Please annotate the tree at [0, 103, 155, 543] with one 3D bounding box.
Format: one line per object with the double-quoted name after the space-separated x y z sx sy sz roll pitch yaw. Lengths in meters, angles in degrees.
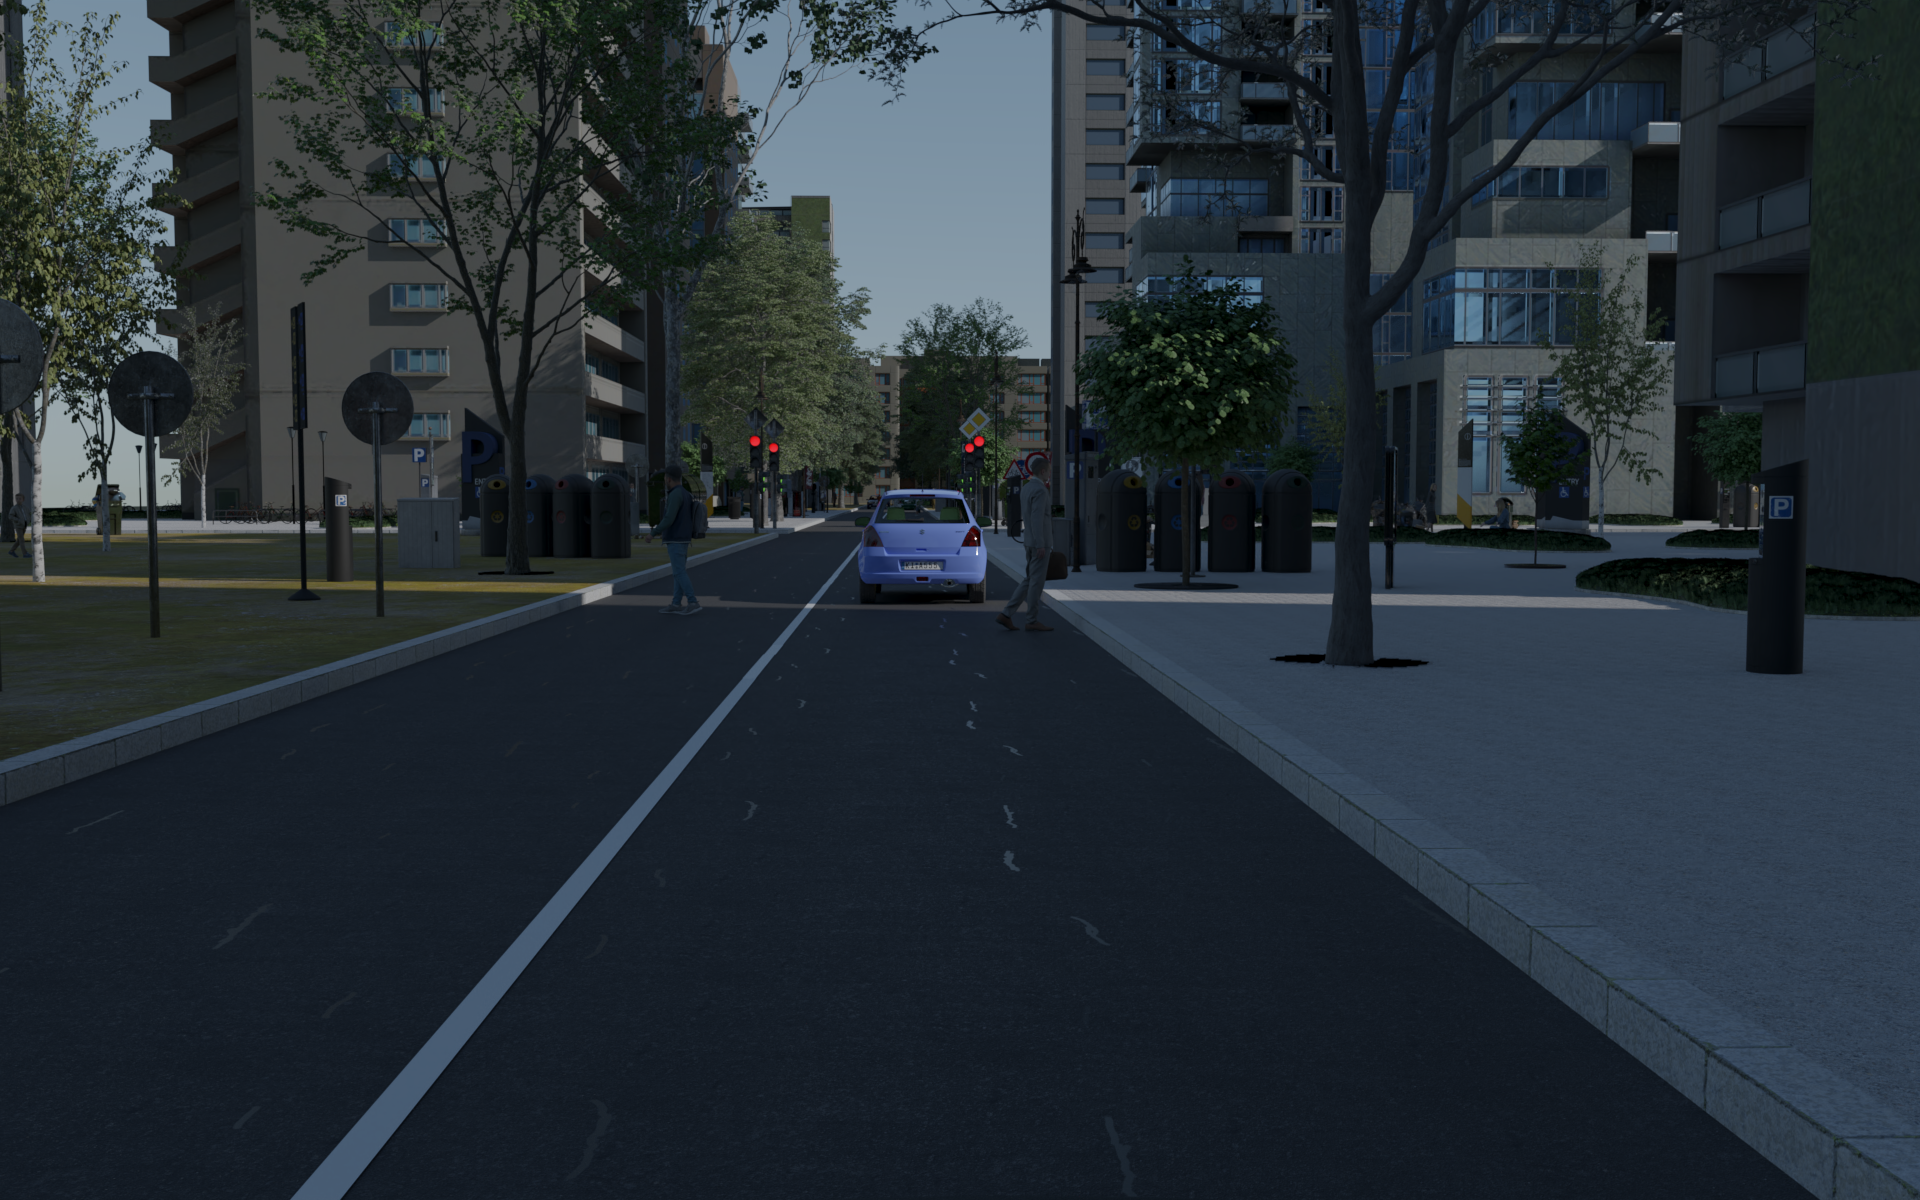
-25.313 -7.351 45.945 9.928 11.665 9.643 0 3 0 "tree"

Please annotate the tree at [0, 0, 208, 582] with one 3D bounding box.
-13.462 -4.585 25.326 4.737 8.622 4.395 0 3 0 "tree"

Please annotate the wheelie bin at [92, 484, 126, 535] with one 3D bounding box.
-26.597 -2.832 54.207 0.980 1.594 0.693 -3 5 -44 "wheelie bin"

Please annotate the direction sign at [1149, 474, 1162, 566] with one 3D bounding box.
3.587 -2.385 30.994 0.876 3.537 0.379 -2 4 -32 "direction sign"

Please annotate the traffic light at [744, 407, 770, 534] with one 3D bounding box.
-6.567 -4.098 55.922 0.839 4.253 0.868 0 4 -2 "traffic light"

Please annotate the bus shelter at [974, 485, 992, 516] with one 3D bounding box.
1.080 -7.341 111.315 1.731 3.624 6.357 0 4 -2 "bus shelter"

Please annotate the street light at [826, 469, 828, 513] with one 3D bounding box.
-9.084 -8.902 118.339 0.468 5.910 1.993 0 4 -2 "street light"

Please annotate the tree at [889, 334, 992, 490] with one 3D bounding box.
-1.212 -12.434 121.425 7.486 12.596 7.792 0 3 0 "tree"

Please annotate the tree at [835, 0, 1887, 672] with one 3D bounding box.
3.094 -6.255 12.647 12.009 13.543 11.850 0 3 0 "tree"

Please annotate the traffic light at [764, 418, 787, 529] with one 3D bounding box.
-6.830 -4.586 63.903 0.839 4.253 0.868 0 4 -2 "traffic light"

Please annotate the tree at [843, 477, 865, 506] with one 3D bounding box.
-11.952 -11.988 190.612 1.663 3.219 1.824 0 3 0 "tree"

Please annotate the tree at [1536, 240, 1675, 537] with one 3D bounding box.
18.605 -6.088 49.907 4.737 8.622 4.395 0 3 0 "tree"

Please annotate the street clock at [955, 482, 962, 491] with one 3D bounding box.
0.018 -4.954 85.564 0.358 2.002 0.471 -3 5 -44 "street clock"

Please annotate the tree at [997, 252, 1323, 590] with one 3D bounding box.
3.124 -2.453 23.818 4.285 4.588 4.351 0 3 0 "tree"

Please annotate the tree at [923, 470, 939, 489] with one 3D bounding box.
-2.980 -15.687 206.841 4.360 8.622 3.978 0 3 0 "tree"

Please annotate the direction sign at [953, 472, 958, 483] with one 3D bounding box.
-0.324 -8.261 127.056 0.379 3.537 0.876 -1 4 -21 "direction sign"

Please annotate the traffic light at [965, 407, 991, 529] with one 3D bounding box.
0.590 -4.113 56.173 0.839 4.253 0.868 0 4 -2 "traffic light"

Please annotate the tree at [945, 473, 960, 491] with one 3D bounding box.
-0.348 -8.234 129.223 1.663 3.219 1.824 0 3 0 "tree"

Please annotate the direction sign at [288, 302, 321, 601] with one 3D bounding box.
-7.941 -1.766 20.869 0.379 3.537 0.876 -2 4 -30 "direction sign"

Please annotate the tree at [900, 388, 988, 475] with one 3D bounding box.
-1.113 -12.842 144.379 8.767 10.594 7.601 1 4 10 "tree"

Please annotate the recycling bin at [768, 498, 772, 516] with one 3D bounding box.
-11.215 -5.437 101.451 0.722 1.027 0.722 -2 4 -27 "recycling bin"

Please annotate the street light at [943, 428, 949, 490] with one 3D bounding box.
-0.817 -8.489 111.575 0.468 5.910 1.993 0 4 -2 "street light"

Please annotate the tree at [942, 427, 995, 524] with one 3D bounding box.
0.870 -5.600 75.269 4.285 4.588 4.351 0 3 0 "tree"

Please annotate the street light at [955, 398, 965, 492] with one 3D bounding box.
0.031 -6.783 83.683 0.468 5.910 1.993 0 4 -2 "street light"

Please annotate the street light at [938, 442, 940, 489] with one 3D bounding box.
-1.666 -10.153 138.782 0.468 5.910 1.993 0 4 -2 "street light"

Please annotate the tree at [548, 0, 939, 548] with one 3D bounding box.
-5.327 -11.305 40.733 12.611 20.169 13.585 0 3 0 "tree"

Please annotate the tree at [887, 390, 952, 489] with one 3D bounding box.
-3.319 -16.500 186.776 9.611 12.733 9.660 0 3 0 "tree"

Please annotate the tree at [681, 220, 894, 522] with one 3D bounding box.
-8.452 -10.640 80.622 9.857 13.997 8.962 0 3 0 "tree"

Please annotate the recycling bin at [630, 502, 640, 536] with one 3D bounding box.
-10.364 -2.494 53.338 0.722 1.027 0.722 3 5 39 "recycling bin"

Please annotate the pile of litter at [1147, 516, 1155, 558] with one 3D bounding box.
3.610 -1.284 34.959 1.719 0.858 1.176 3 5 42 "pile of litter"

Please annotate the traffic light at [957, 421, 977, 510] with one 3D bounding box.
0.327 -4.601 64.154 0.839 4.253 0.868 0 4 -2 "traffic light"

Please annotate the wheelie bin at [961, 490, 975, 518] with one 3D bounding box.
0.329 -5.002 89.687 0.980 1.594 0.693 -1 4 -22 "wheelie bin"

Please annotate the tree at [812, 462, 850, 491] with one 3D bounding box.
-10.598 -9.422 137.771 4.285 4.588 4.351 0 3 0 "tree"

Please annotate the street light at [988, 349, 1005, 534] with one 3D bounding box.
1.155 -5.049 55.337 0.468 5.910 1.993 0 4 -2 "street light"

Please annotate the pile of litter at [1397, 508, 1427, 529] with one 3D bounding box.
14.307 -2.508 54.972 1.719 0.858 1.176 0 4 8 "pile of litter"

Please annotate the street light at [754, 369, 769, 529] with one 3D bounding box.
-7.336 -5.587 64.130 0.468 5.910 1.993 0 4 -2 "street light"

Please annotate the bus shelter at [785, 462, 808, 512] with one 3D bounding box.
-11.819 -8.831 122.017 2.179 5.291 8.768 0 4 -2 "bus shelter"

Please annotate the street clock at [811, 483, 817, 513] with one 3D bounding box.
-9.893 -6.862 116.770 0.358 2.002 0.471 3 4 36 "street clock"

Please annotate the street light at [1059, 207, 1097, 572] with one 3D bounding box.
1.914 -3.394 28.286 0.468 5.910 1.993 0 4 -2 "street light"

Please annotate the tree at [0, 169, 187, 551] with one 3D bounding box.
-19.328 -5.387 38.446 4.360 8.622 3.978 0 3 0 "tree"

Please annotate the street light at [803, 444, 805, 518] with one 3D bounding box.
-8.226 -7.241 91.177 0.468 5.910 1.993 0 4 -2 "street light"

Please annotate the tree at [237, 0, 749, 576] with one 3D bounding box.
-7.131 -6.200 27.121 9.928 11.665 9.643 0 3 0 "tree"

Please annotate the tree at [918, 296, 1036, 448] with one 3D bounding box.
0.171 -10.172 92.074 9.928 11.665 9.643 0 3 0 "tree"

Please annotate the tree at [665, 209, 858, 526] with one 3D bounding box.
-8.046 -9.289 70.003 7.486 12.596 7.792 0 3 0 "tree"
